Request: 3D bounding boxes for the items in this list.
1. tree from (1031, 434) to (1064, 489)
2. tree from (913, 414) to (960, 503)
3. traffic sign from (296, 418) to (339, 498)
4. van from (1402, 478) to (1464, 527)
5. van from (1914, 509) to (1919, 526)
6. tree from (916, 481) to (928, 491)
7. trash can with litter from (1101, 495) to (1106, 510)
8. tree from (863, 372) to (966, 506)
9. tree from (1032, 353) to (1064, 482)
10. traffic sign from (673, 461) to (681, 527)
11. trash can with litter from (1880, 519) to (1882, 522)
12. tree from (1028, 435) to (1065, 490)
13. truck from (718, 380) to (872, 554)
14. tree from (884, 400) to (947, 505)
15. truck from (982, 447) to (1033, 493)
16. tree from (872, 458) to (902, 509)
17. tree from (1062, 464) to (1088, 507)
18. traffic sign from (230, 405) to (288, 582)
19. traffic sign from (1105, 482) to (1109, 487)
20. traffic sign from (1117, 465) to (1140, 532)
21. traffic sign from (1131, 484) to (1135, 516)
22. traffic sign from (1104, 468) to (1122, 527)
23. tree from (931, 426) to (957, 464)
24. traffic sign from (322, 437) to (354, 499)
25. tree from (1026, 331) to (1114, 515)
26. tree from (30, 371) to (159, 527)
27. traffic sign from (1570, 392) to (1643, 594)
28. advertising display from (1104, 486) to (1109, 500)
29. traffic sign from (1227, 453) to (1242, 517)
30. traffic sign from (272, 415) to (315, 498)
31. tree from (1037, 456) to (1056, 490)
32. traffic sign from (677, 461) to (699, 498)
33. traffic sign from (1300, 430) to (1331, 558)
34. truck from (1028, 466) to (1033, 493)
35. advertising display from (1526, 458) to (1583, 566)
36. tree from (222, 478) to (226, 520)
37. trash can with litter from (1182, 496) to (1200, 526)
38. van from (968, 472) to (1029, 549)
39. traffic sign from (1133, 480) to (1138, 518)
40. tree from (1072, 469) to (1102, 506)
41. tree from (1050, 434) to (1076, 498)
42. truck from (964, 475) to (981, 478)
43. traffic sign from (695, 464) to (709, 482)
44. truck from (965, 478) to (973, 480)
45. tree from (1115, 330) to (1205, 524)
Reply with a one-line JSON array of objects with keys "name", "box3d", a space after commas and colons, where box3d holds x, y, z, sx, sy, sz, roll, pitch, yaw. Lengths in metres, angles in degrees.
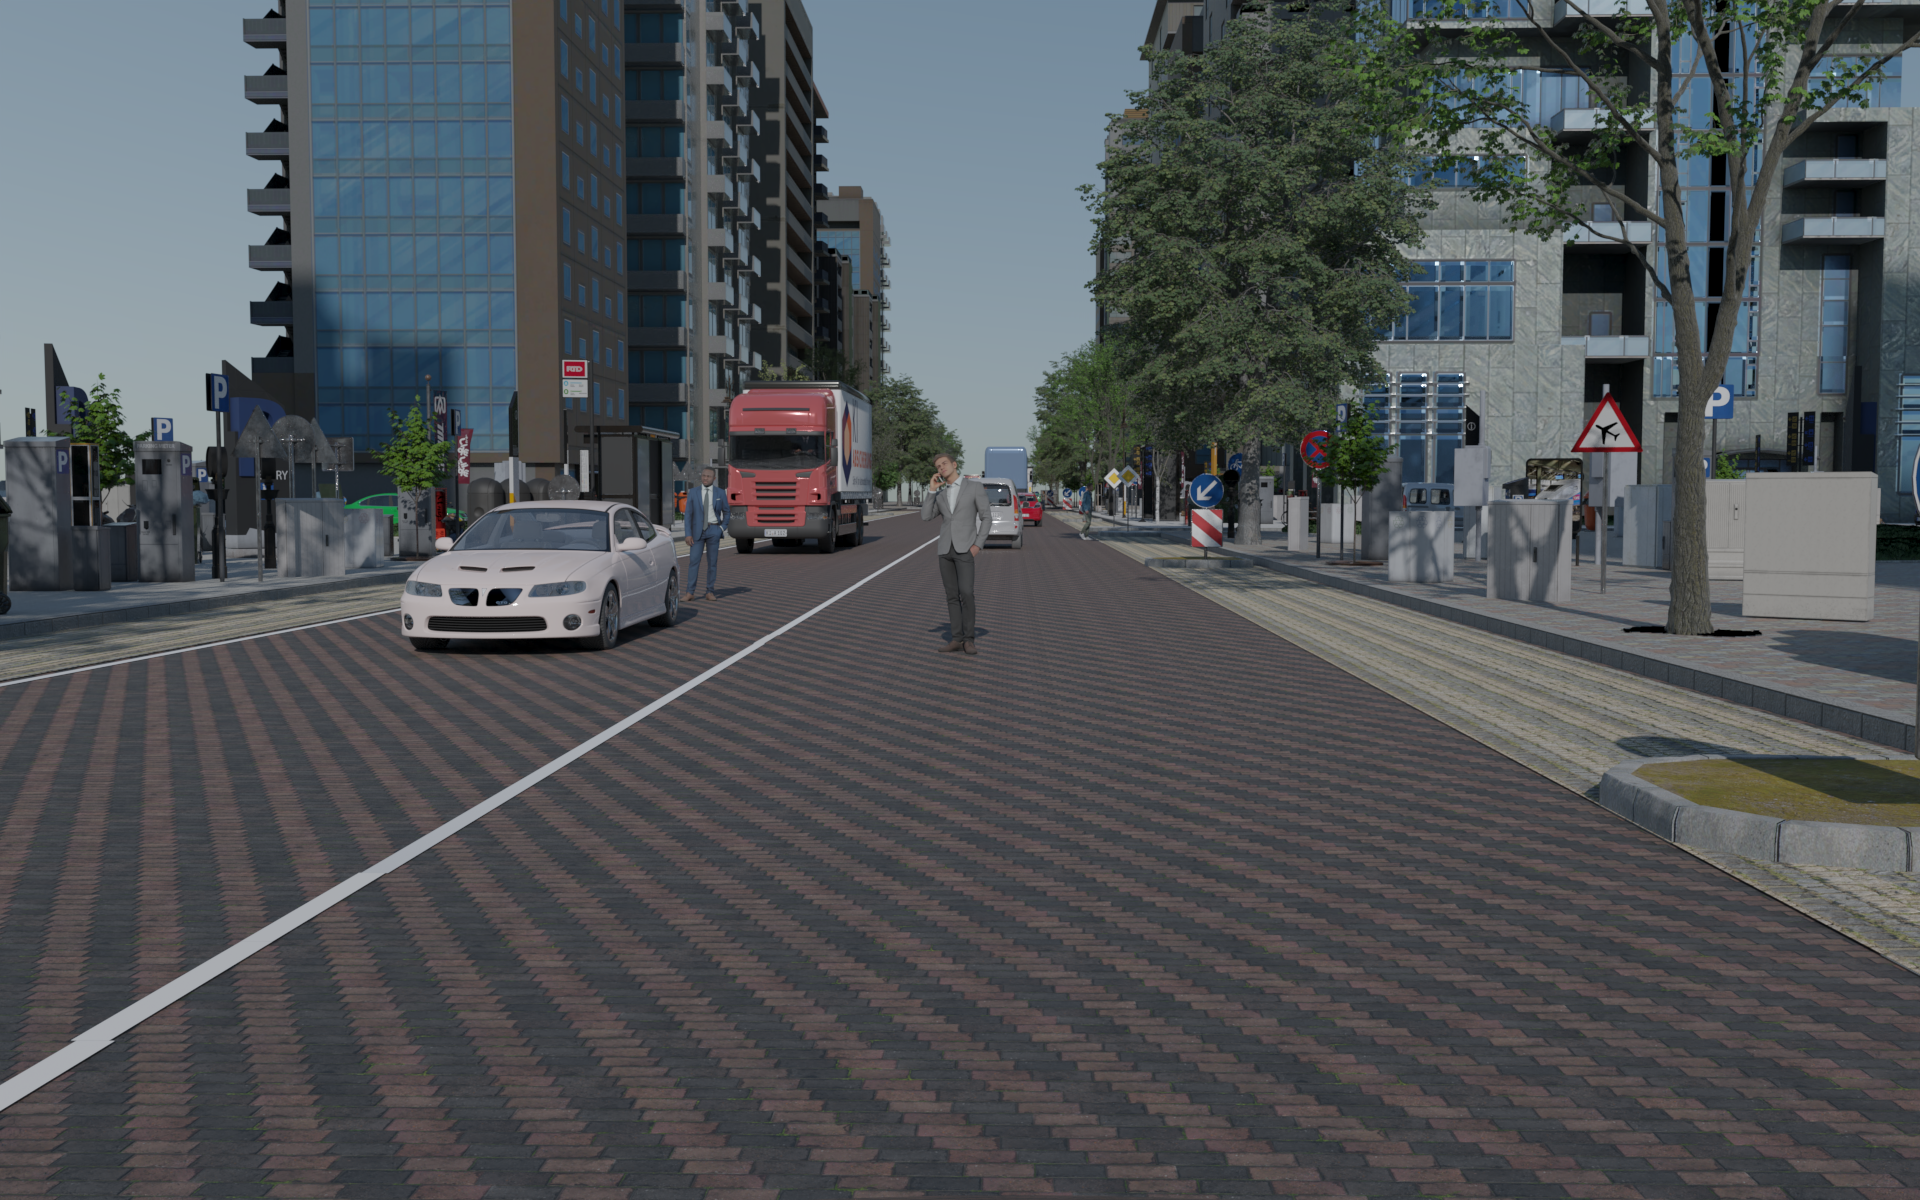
[{"name": "tree", "box3d": [14.674, -21.461, 269.010, 7.486, 12.596, 7.792, 0, 3, 0]}, {"name": "tree", "box3d": [-5.309, -20.103, 239.052, 12.009, 13.543, 11.850, 0, 3, 0]}, {"name": "traffic sign", "box3d": [-10.985, -1.802, 29.471, 0.884, 2.594, 0.081, 1, 4, 10]}, {"name": "van", "box3d": [17.826, -3.400, 62.604, 4.112, 2.044, 2.013, 0, 4, 2]}, {"name": "van", "box3d": [37.460, -3.568, 62.718, 5.245, 2.365, 2.240, 0, 4, 1]}, {"name": "tree", "box3d": [-5.360, -16.247, 216.007, 4.737, 8.622, 4.395, 0, 3, 0]}, {"name": "trash can with litter", "box3d": [11.054, -7.834, 139.148, 2.233, 1.210, 1.678, -1, 4, -14]}, {"name": "tree", "box3d": [-6.218, -16.739, 180.339, 9.857, 13.997, 8.962, 0, 3, 0]}, {"name": "tree", "box3d": [11.148, -15.193, 155.067, 9.857, 13.997, 8.962, 0, 3, 0]}, {"name": "traffic sign", "box3d": [-11.304, -4.184, 68.409, 0.884, 2.594, 0.081, 0, 4, 5]}, {"name": "trash can with litter", "box3d": [37.699, -3.689, 71.697, 1.055, 1.170, 0.624, 3, 4, 36]}, {"name": "tree", "box3d": [15.291, -22.891, 291.267, 9.611, 12.733, 9.660, 0, 3, 0]}, {"name": "truck", "box3d": [-4.047, -3.436, 45.092, 2.839, 4.237, 11.283, 0, 4, 3]}, {"name": "tree", "box3d": [-5.876, -17.720, 206.733, 9.611, 12.733, 9.660, 0, 3, 0]}, {"name": "truck", "box3d": [2.243, -6.269, 92.264, 2.967, 4.110, 18.799, 0, 4, 3]}, {"name": "tree", "box3d": [-6.585, -10.102, 148.878, 4.285, 4.588, 4.351, 0, 3, 0]}, {"name": "tree", "box3d": [11.563, -11.559, 172.704, 4.285, 4.588, 4.351, 0, 3, 0]}, {"name": "traffic sign", "box3d": [-10.245, -1.547, 25.294, 0.884, 2.594, 0.081, 0, 4, 7]}, {"name": "traffic sign", "box3d": [11.921, -8.416, 137.608, 0.884, 2.594, 0.081, 1, 4, 10]}, {"name": "traffic sign", "box3d": [5.725, -3.386, 59.005, 0.795, 2.450, 0.064, 0, 4, 2]}, {"name": "traffic sign", "box3d": [9.905, -6.090, 99.685, 0.768, 2.556, 0.104, 0, 4, 6]}, {"name": "traffic sign", "box3d": [5.958, -3.874, 66.987, 0.795, 2.450, 0.064, 0, 4, 2]}, {"name": "tree", "box3d": [-4.070, -20.272, 257.195, 9.928, 11.665, 9.643, 0, 3, 0]}, {"name": "traffic sign", "box3d": [-11.206, -1.778, 31.195, 0.606, 2.300, 0.079, 0, 4, 8]}, {"name": "tree", "box3d": [9.468, -11.141, 107.914, 9.928, 11.665, 9.643, 0, 3, 0]}, {"name": "tree", "box3d": [-13.417, -1.998, 27.274, 1.663, 3.219, 1.824, 0, 3, 0]}, {"name": "traffic sign", "box3d": [8.255, -1.355, 22.160, 0.884, 2.594, 0.081, 1, 4, 9]}, {"name": "advertising display", "box3d": [12.168, -8.366, 141.994, 0.123, 1.923, 0.974, -2, 4, -34]}, {"name": "traffic sign", "box3d": [8.634, -3.266, 53.499, 0.768, 2.556, 0.104, 0, 4, 3]}, {"name": "traffic sign", "box3d": [-10.769, -1.702, 27.936, 0.768, 2.556, 0.104, 0, 4, 5]}, {"name": "tree", "box3d": [13.725, -18.979, 260.672, 4.360, 8.622, 3.978, 0, 3, 0]}, {"name": "traffic sign", "box3d": [-10.712, -4.167, 68.127, 0.884, 2.594, 0.081, 0, 4, 7]}, {"name": "traffic sign", "box3d": [7.182, -2.112, 34.641, 0.768, 2.556, 0.104, 1, 4, 11]}, {"name": "truck", "box3d": [6.145, -11.688, 180.008, 2.839, 4.237, 11.283, 0, 4, 0]}, {"name": "advertising display", "box3d": [10.627, -1.578, 31.017, 0.974, 1.923, 0.123, 1, 4, 21]}, {"name": "tree", "box3d": [-35.920, -5.573, 85.717, 1.663, 3.219, 1.824, 0, 3, 0]}, {"name": "trash can with litter", "box3d": [9.353, -3.487, 68.402, 0.624, 1.170, 1.055, -1, 4, -13]}, {"name": "van", "box3d": [0.844, -2.406, 46.356, 2.013, 2.044, 4.112, 0, 4, 3]}, {"name": "traffic sign", "box3d": [9.463, -5.680, 92.977, 0.768, 2.556, 0.104, 0, 4, 6]}, {"name": "tree", "box3d": [9.962, -8.539, 134.222, 1.663, 3.219, 1.824, 0, 3, 0]}, {"name": "tree", "box3d": [12.551, -15.360, 201.498, 4.737, 8.622, 4.395, 0, 3, 0]}, {"name": "truck", "box3d": [1.794, -16.043, 251.215, 2.839, 4.237, 11.283, 0, 4, 1]}, {"name": "traffic sign", "box3d": [-11.010, -4.538, 74.304, 0.768, 2.556, 0.104, 0, 4, 8]}, {"name": "truck", "box3d": [1.258, -12.924, 207.225, 3.469, 3.379, 9.791, 0, 4, 1]}, {"name": "tree", "box3d": [8.815, -7.621, 74.974, 4.360, 8.622, 3.978, 0, 3, 0]}]
